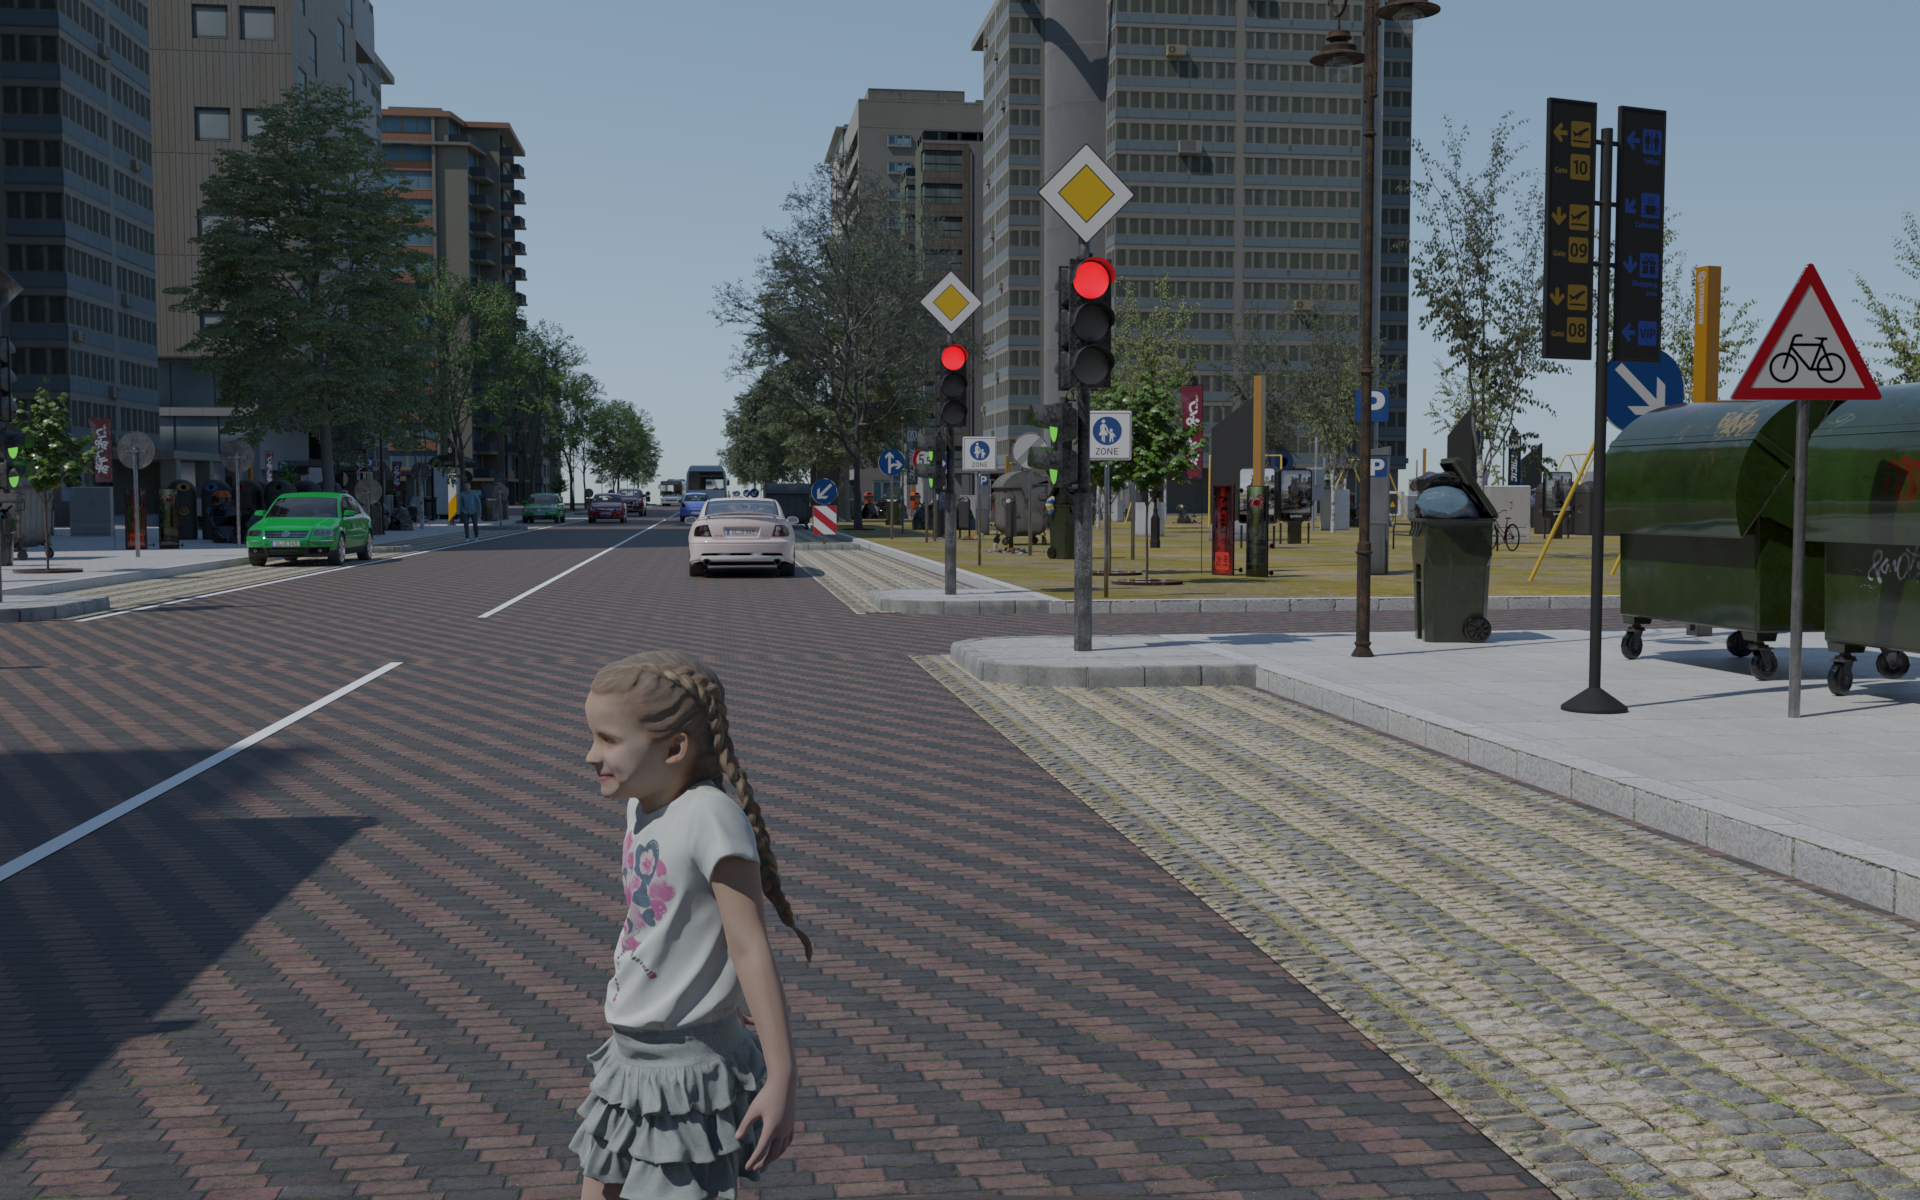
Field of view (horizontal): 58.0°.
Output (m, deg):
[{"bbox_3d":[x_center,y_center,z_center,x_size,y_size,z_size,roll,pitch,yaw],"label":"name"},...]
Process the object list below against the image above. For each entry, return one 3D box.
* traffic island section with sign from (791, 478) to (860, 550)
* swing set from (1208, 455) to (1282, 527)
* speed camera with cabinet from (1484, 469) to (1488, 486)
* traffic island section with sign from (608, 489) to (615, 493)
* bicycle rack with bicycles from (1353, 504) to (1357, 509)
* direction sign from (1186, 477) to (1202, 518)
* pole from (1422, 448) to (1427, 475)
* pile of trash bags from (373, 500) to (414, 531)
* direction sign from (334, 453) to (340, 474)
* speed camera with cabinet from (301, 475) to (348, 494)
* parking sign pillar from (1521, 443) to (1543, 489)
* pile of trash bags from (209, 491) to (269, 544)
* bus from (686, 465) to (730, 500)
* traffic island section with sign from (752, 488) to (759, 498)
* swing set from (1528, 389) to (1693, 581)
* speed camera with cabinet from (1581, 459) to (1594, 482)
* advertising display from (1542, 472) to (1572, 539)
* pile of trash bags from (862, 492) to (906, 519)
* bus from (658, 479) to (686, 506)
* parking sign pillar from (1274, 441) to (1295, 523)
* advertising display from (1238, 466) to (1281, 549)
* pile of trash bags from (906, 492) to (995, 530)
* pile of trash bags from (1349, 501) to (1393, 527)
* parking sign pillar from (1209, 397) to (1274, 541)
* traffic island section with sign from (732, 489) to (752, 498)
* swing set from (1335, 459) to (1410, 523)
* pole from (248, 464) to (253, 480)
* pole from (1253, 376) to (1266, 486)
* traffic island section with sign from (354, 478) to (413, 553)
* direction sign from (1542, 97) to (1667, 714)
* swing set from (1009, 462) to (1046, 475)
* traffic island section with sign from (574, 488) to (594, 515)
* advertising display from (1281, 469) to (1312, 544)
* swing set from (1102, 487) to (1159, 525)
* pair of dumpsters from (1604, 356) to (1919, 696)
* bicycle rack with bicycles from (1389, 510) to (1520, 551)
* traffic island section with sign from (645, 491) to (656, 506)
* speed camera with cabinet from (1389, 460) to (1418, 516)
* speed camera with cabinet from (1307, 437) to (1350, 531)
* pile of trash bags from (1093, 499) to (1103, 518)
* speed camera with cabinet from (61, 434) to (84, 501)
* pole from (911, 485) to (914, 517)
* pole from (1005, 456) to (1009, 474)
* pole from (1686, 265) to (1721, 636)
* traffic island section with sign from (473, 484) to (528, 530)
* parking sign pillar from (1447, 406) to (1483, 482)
[{"bbox_3d":[-3.654,-2.207,44.713,1.989,1.847,2.006,0,4,-8],"label":"traffic island section with sign"},{"bbox_3d":[11.297,-4.389,69.373,3.119,2.851,2.862,1,4,9],"label":"swing set"},{"bbox_3d":[18.358,-4.026,60.156,2.038,3.252,0.660,-2,4,-33],"label":"speed camera with cabinet"},{"bbox_3d":[-29.331,-8.408,146.093,1.989,1.847,2.006,0,4,-8],"label":"traffic island section with sign"},{"bbox_3d":[16.837,-3.591,72.088,2.925,0.926,2.852,0,4,1],"label":"bicycle rack with bicycles"},{"bbox_3d":[12.825,-6.289,94.827,0.876,3.537,0.379,1,4,14],"label":"direction sign"},{"bbox_3d":[20.676,-5.096,77.159,0.158,3.312,0.155,0,3,0],"label":"pole"},{"bbox_3d":[-20.793,-3.070,59.944,1.912,1.369,3.447,3,4,37],"label":"pile of trash bags"},{"bbox_3d":[-32.166,-5.961,89.456,0.379,3.537,0.876,0,4,-3],"label":"direction sign"},{"bbox_3d":[-30.366,-5.407,82.742,2.038,3.252,0.660,-3,4,-37],"label":"speed camera with cabinet"},{"bbox_3d":[29.940,-6.274,91.050,1.447,3.967,1.447,-1,4,-23],"label":"parking sign pillar"},{"bbox_3d":[-19.012,-2.218,46.023,3.447,1.369,1.912,3,5,43],"label":"pile of trash bags"},{"bbox_3d":[-17.084,-7.488,117.281,2.948,3.499,13.247,0,4,-8],"label":"bus"},{"bbox_3d":[-7.455,-3.839,71.400,1.989,1.847,2.006,0,4,-8],"label":"traffic island section with sign"},{"bbox_3d":[10.493,-1.712,25.618,2.862,2.851,3.119,3,5,44],"label":"swing set"},{"bbox_3d":[26.072,-4.716,71.443,0.660,3.252,2.038,2,4,28],"label":"speed camera with cabinet"},{"bbox_3d":[17.088,-2.713,49.571,0.974,1.923,0.123,-1,4,-22],"label":"advertising display"},{"bbox_3d":[-3.377,-4.866,89.313,3.447,1.369,1.912,-3,5,-44],"label":"pile of trash bags"},{"bbox_3d":[-34.008,-12.904,205.842,2.948,3.499,13.247,0,4,-6],"label":"bus"},{"bbox_3d":[14.522,-5.495,78.321,1.447,3.967,1.447,-2,4,-29],"label":"parking sign pillar"},{"bbox_3d":[6.996,-2.170,40.696,0.974,1.923,0.123,3,4,37],"label":"advertising display"},{"bbox_3d":[0.059,-3.210,62.230,3.447,1.369,1.912,-1,4,-18],"label":"pile of trash bags"},{"bbox_3d":[15.539,-3.596,68.542,1.912,1.369,3.447,-2,4,-29],"label":"pile of trash bags"},{"bbox_3d":[7.580,-3.616,47.587,1.447,3.967,1.447,2,4,30],"label":"parking sign pillar"},{"bbox_3d":[-18.202,-8.461,146.964,1.989,1.847,2.006,0,4,-8],"label":"traffic island section with sign"},{"bbox_3d":[17.944,-4.825,76.508,2.862,2.851,3.119,-1,4,-16],"label":"swing set"},{"bbox_3d":[-32.329,-5.206,78.958,0.158,3.312,0.155,0,3,0],"label":"pole"},{"bbox_3d":[5.172,-2.209,29.962,0.158,3.312,0.155,0,3,0],"label":"pole"},{"bbox_3d":[-14.581,-2.077,42.588,1.989,1.847,2.006,0,4,-8],"label":"traffic island section with sign"},{"bbox_3d":[3.759,-1.111,10.158,0.876,3.537,0.379,-2,4,-23],"label":"direction sign"},{"bbox_3d":[3.761,-5.368,85.389,3.119,2.851,2.862,-1,4,-8],"label":"swing set"},{"bbox_3d":[-25.534,-6.775,119.406,1.989,1.847,2.006,0,4,-8],"label":"traffic island section with sign"},{"bbox_3d":[8.602,-2.403,44.497,0.974,1.923,0.123,-1,4,-23],"label":"advertising display"},{"bbox_3d":[6.712,-4.697,74.418,3.119,2.851,2.862,3,5,42],"label":"swing set"},{"bbox_3d":[6.029,-0.549,11.465,1.574,2.255,4.437,-1,4,-8],"label":"pair of dumpsters"},{"bbox_3d":[11.188,-1.612,39.741,2.852,0.926,2.925,0,4,-5],"label":"bicycle rack with bicycles"},{"bbox_3d":[-40.983,-13.415,227.960,1.989,1.847,2.006,0,4,-8],"label":"traffic island section with sign"},{"bbox_3d":[25.816,-6.508,100.737,2.038,3.252,0.660,2,4,32],"label":"speed camera with cabinet"},{"bbox_3d":[12.847,-4.074,60.950,2.038,3.252,0.660,-3,4,-37],"label":"speed camera with cabinet"},{"bbox_3d":[6.116,-5.015,91.743,1.912,1.369,3.447,2,4,34],"label":"pile of trash bags"},{"bbox_3d":[-29.708,-3.800,56.464,2.038,3.252,0.660,-2,4,-31],"label":"speed camera with cabinet"},{"bbox_3d":[-2.664,-6.313,97.066,0.158,3.312,0.155,0,3,0],"label":"pole"},{"bbox_3d":[2.499,-6.015,92.183,0.158,3.312,0.155,0,3,0],"label":"pole"},{"bbox_3d":[6.706,-1.331,15.612,0.158,3.312,0.155,0,3,0],"label":"pole"},{"bbox_3d":[-18.403,-3.719,69.436,1.989,1.847,2.006,0,4,-8],"label":"traffic island section with sign"},{"bbox_3d":[15.596,-3.980,53.551,1.447,3.967,1.447,-1,4,-18],"label":"parking sign pillar"}]
